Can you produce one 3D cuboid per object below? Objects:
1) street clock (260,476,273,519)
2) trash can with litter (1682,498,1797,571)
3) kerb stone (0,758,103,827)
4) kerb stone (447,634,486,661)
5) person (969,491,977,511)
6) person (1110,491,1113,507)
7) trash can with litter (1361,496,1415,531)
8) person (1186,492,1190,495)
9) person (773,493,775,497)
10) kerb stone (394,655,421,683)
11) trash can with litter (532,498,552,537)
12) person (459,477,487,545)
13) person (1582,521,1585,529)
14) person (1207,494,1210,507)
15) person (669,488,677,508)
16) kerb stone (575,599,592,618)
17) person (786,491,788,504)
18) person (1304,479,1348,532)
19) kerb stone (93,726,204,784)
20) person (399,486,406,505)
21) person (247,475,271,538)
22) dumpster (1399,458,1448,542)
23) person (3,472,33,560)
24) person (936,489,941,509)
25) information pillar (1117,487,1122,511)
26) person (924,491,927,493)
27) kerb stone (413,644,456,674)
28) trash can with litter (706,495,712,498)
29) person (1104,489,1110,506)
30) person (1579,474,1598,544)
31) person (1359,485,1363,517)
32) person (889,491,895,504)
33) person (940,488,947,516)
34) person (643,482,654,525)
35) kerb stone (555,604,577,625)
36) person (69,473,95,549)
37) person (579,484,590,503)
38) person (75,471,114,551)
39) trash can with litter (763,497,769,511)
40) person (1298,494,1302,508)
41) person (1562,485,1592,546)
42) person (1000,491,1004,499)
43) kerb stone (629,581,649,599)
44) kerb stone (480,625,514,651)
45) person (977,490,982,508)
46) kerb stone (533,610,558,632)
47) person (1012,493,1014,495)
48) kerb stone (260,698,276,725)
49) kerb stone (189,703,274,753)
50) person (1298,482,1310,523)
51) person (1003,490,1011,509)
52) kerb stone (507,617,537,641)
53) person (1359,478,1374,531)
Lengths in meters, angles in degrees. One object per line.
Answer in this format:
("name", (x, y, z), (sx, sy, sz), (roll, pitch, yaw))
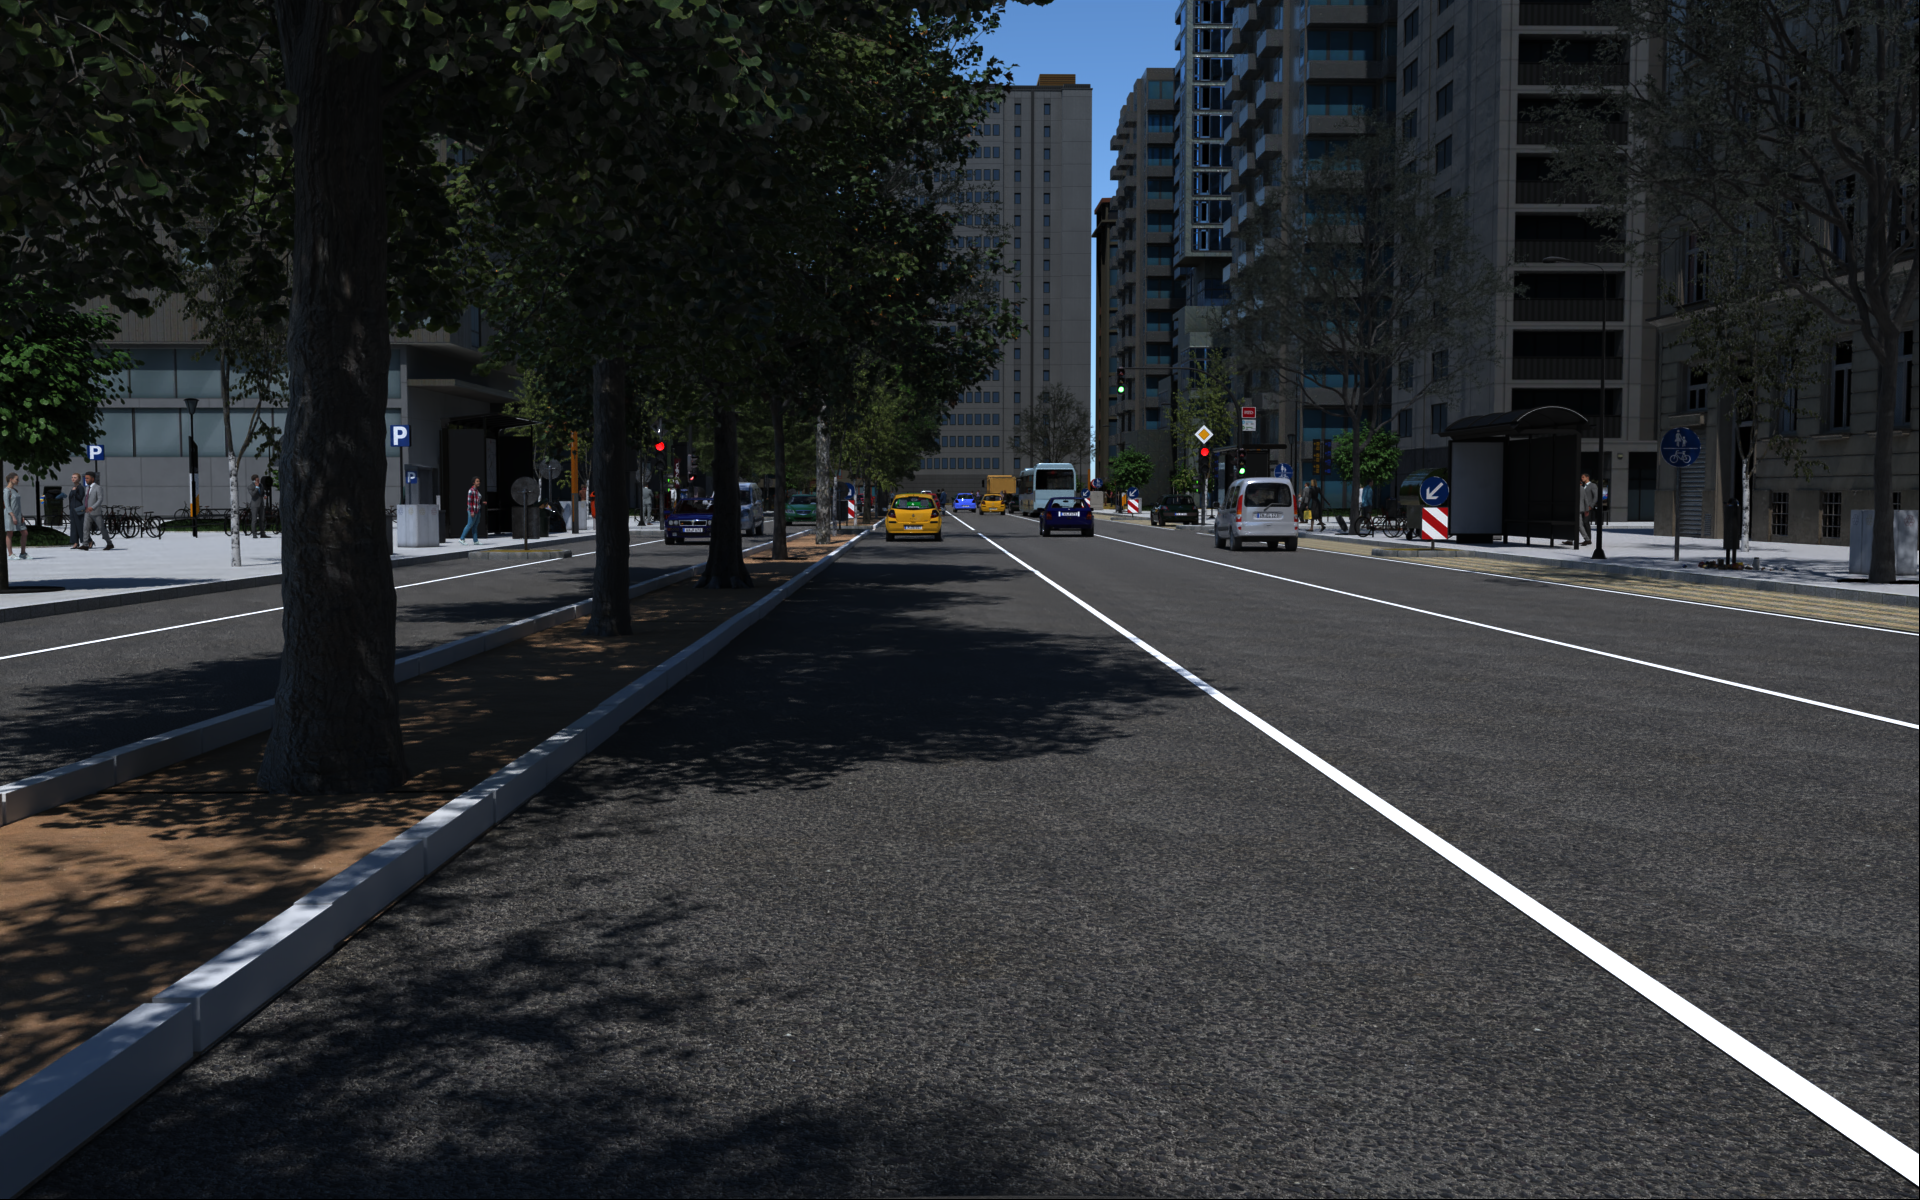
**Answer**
("street clock", (-27.702, -3.956, 69.255), (0.358, 2.002, 0.471), (1, 4, 19))
("trash can with litter", (13.400, -1.159, 30.003), (1.678, 1.210, 2.233), (1, 4, 13))
("kerb stone", (-4.177, 0.877, 7.953), (0.120, 0.150, 1.000), (0, 4, -1))
("kerb stone", (-4.352, 0.431, 15.149), (0.120, 0.150, 1.000), (0, 4, -1))
("person", (1.114, -8.396, 146.582), (0.742, 1.727, 0.445), (-3, 5, -42))
("person", (15.282, -10.327, 175.617), (0.721, 1.743, 1.217), (0, 4, 6))
("trash can with litter", (15.099, -3.081, 61.429), (1.678, 1.210, 2.233), (-2, 4, -30))
("person", (14.720, -6.476, 112.207), (0.850, 1.792, 0.678), (-1, 4, -9))
("person", (-18.903, -10.265, 177.129), (1.065, 1.426, 0.557), (2, 4, 31))
("kerb stone", (-4.301, 0.557, 13.093), (0.120, 0.150, 1.000), (0, 4, -1))
("trash can with litter", (-12.660, -2.443, 51.323), (1.055, 1.170, 0.624), (-1, 4, -22))
("person", (-12.242, -2.242, 43.530), (0.643, 1.720, 0.563), (0, 4, 5))
("person", (21.302, -3.292, 59.970), (0.679, 1.850, 0.850), (-3, 4, -39))
("person", (18.876, -7.751, 133.113), (0.601, 1.785, 0.444), (2, 4, 35))
("person", (-14.677, -4.987, 87.678), (0.679, 1.850, 0.850), (0, 4, -7))
("kerb stone", (-4.454, 0.118, 20.264), (0.120, 0.150, 1.000), (0, 4, -1))
("person", (-21.512, -12.814, 215.569), (0.705, 1.821, 1.348), (0, 4, -4))
("person", (12.490, -3.233, 59.112), (1.509, 1.804, 0.699), (0, 4, 7))
("kerb stone", (-4.203, 0.808, 8.981), (0.120, 0.150, 1.000), (0, 4, -1))
("person", (-15.855, -2.678, 49.806), (0.794, 1.824, 0.713), (-2, 4, -24))
("person", (-20.344, -2.721, 50.332), (0.447, 1.846, 0.655), (2, 4, 26))
("dumpster", (12.948, -2.727, 47.088), (1.502, 2.255, 1.985), (0, 4, -1))
("person", (-18.451, -1.634, 33.757), (0.522, 1.701, 0.512), (0, 4, -6))
("person", (-1.971, -9.293, 160.073), (1.348, 1.869, 0.705), (-1, 4, -9))
("information pillar", (11.661, -7.477, 126.736), (0.304, 2.012, 0.304), (-1, 4, -23))
("person", (-3.907, -11.383, 195.273), (0.551, 1.740, 0.621), (3, 5, 44))
("kerb stone", (-4.321, 0.496, 14.115), (0.120, 0.150, 1.000), (0, 4, -1))
("trash can with litter", (-15.039, -5.553, 101.851), (1.678, 1.210, 2.233), (2, 4, 25))
("person", (15.510, -10.878, 183.893), (0.705, 1.824, 1.348), (-1, 4, -20))
("person", (15.959, -2.318, 44.125), (0.473, 1.802, 0.592), (0, 4, 4))
("person", (20.676, -5.087, 89.093), (0.514, 1.842, 0.818), (1, 4, 8))
("person", (-8.754, -13.064, 222.089), (0.705, 1.826, 1.348), (-3, 5, -40))
("person", (-1.078, -6.270, 111.196), (0.419, 1.800, 0.721), (1, 4, 23))
("person", (-12.991, -4.023, 71.999), (0.511, 1.800, 0.466), (0, 4, 5))
("kerb stone", (-4.440, 0.182, 19.239), (0.120, 0.150, 1.000), (0, 4, -1))
("person", (-20.591, -2.080, 40.480), (0.576, 1.772, 0.534), (1, 4, 19))
("person", (-20.413, -5.405, 94.396), (0.573, 1.828, 0.580), (1, 4, 19))
("person", (-19.636, -2.017, 39.292), (0.678, 1.792, 0.850), (2, 4, 30))
("trash can with litter", (-14.850, -7.370, 131.878), (1.055, 1.170, 0.624), (1, 4, 11))
("person", (20.976, -5.895, 106.701), (0.425, 1.301, 0.394), (3, 5, 41))
("person", (15.309, -2.242, 42.976), (0.850, 1.792, 0.678), (3, 5, 45))
("person", (3.845, -9.177, 159.211), (0.621, 1.740, 0.551), (-2, 4, -28))
("kerb stone", (-4.552, -0.128, 24.365), (0.120, 0.150, 1.000), (0, 4, -1))
("kerb stone", (-4.365, 0.368, 16.171), (0.120, 0.150, 1.000), (0, 4, -1))
("person", (1.973, -10.278, 176.412), (0.599, 1.838, 0.709), (0, 3, 0))
("kerb stone", (-4.418, 0.243, 18.217), (0.120, 0.150, 1.000), (0, 4, -1))
("person", (6.570, -12.509, 213.696), (0.621, 1.740, 0.551), (-1, 4, -9))
("kerb stone", (-4.254, 0.682, 11.040), (0.120, 0.150, 1.000), (0, 4, -1))
("kerb stone", (-4.229, 0.748, 10.007), (0.120, 0.150, 1.000), (0, 4, -1))
("person", (15.084, -4.256, 75.807), (0.592, 1.802, 0.473), (-2, 4, -29))
("person", (4.429, -9.833, 169.400), (1.348, 1.807, 0.705), (-1, 4, -21))
("kerb stone", (-4.396, 0.306, 17.193), (0.120, 0.150, 1.000), (0, 4, -1))
("person", (13.940, -3.272, 59.562), (0.620, 1.820, 0.660), (-1, 4, -16))
